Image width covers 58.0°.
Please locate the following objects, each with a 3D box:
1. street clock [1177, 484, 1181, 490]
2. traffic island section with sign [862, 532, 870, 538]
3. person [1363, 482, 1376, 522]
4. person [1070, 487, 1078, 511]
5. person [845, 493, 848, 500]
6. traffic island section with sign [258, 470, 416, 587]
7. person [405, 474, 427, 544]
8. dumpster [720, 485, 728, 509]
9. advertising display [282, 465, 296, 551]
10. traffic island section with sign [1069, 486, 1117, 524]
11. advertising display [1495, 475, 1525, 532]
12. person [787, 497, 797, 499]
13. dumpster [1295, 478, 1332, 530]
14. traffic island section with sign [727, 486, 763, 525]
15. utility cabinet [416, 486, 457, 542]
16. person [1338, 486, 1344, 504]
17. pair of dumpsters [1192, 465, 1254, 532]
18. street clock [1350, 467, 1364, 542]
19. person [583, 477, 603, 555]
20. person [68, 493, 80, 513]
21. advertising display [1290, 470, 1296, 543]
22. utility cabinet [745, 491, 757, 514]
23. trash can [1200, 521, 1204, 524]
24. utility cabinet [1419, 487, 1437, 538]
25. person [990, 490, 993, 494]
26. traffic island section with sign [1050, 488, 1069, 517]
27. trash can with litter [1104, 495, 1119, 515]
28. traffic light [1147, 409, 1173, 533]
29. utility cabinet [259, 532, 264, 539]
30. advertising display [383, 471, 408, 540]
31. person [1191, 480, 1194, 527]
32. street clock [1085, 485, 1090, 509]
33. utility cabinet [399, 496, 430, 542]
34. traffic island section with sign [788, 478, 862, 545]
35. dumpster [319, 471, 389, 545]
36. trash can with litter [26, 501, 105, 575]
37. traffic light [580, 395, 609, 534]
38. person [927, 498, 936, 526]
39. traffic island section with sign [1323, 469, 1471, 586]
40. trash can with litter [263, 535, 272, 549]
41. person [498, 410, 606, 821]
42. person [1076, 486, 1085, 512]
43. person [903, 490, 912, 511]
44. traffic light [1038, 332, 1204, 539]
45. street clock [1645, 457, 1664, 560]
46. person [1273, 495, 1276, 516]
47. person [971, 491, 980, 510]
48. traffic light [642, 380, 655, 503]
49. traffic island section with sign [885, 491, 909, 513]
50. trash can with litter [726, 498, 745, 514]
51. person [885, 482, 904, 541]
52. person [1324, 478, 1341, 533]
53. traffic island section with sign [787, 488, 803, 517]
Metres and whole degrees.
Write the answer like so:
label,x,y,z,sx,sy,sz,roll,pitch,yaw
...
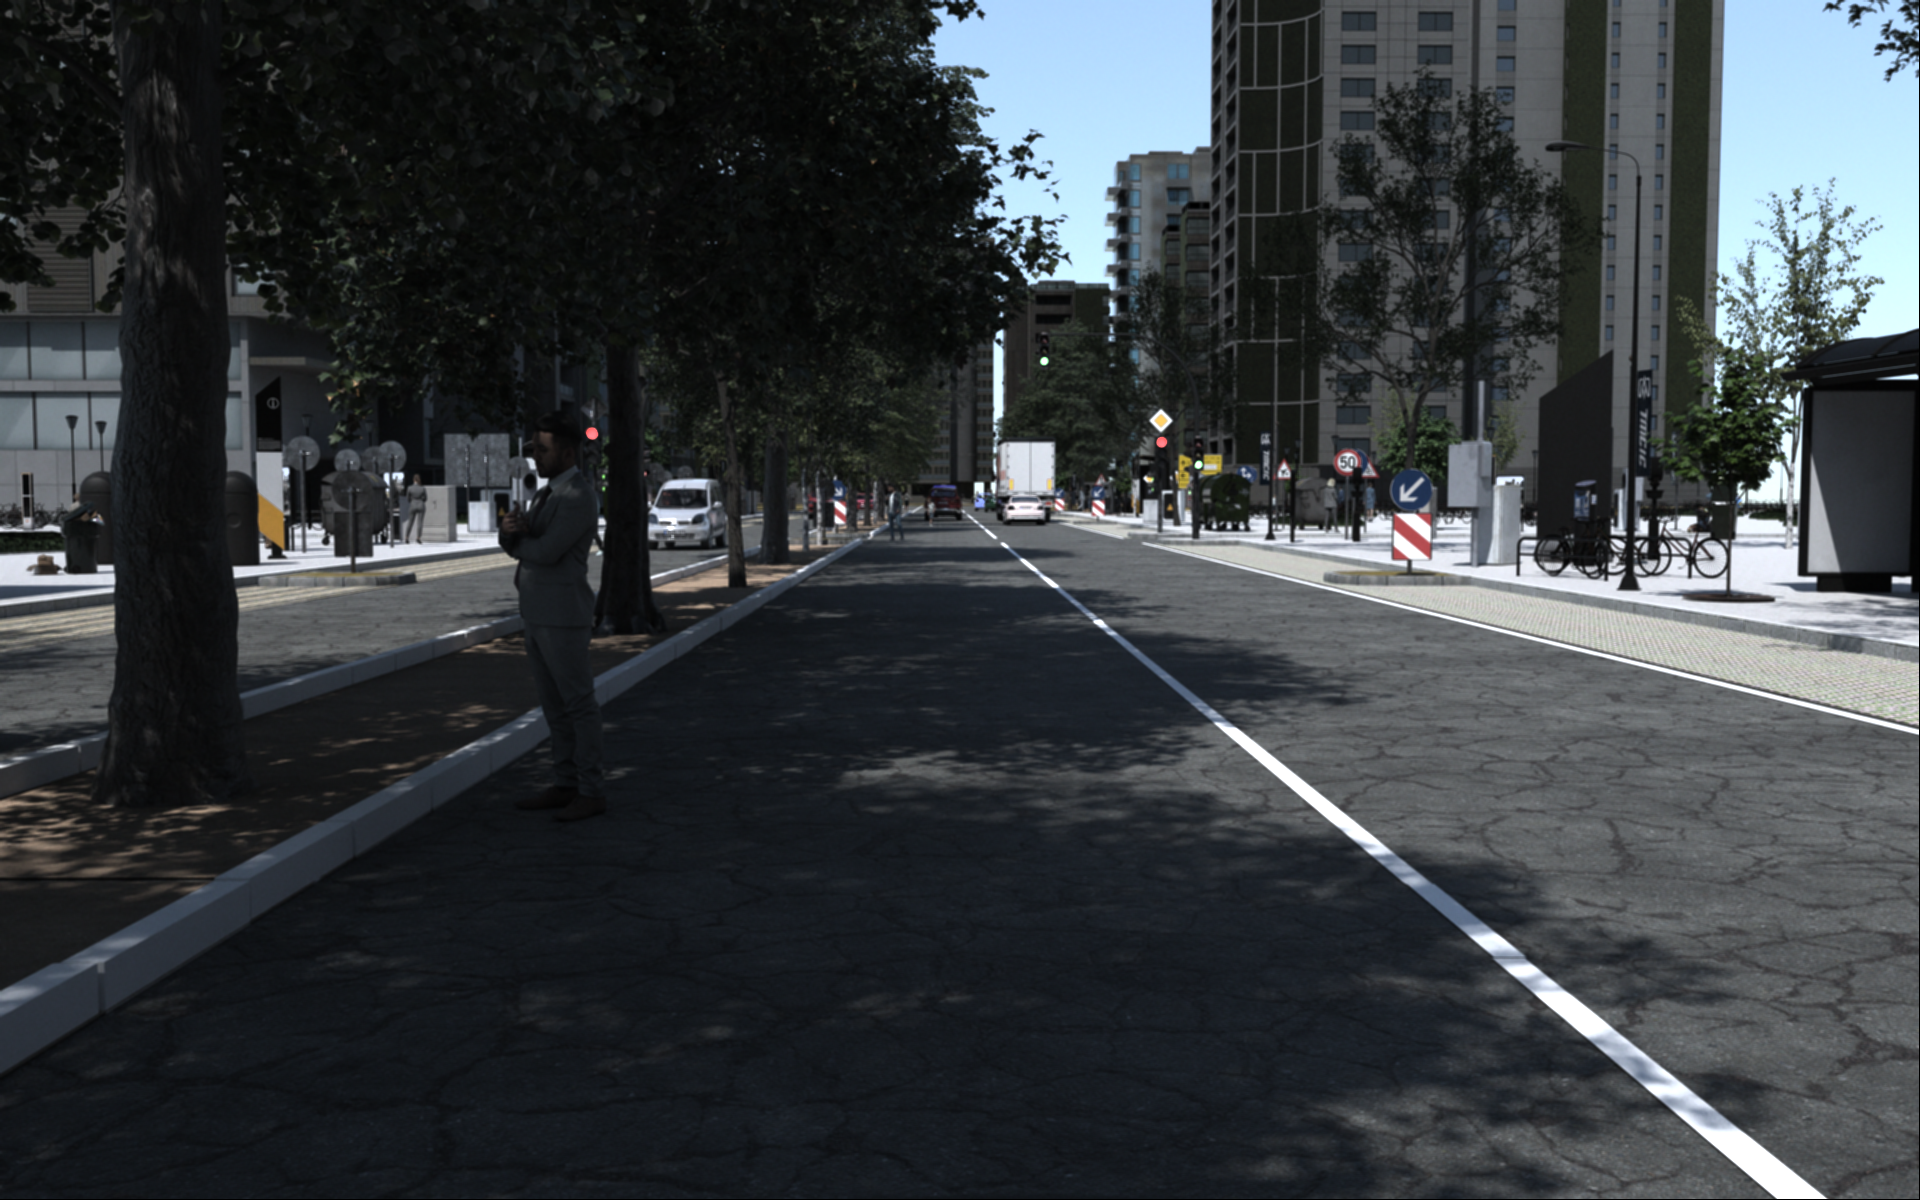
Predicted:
label,x,y,z,sx,sy,sz,roll,pitch,yaw
street clock,12.394,-5.720,98.084,0.471,2.002,0.358,3,5,43
traffic island section with sign,-3.988,-2.971,56.719,2.006,1.907,1.989,0,4,-1
person,18.643,-4.450,78.828,0.581,1.822,0.654,1,4,20
person,8.631,-7.587,130.450,0.716,1.782,0.532,1,4,15
person,-8.859,-7.723,134.862,1.348,1.812,0.705,1,4,20
traffic island section with sign,-9.779,-1.153,27.473,1.989,1.847,2.006,0,4,-1
person,-13.991,-2.338,44.545,0.520,1.790,0.573,-2,4,-27
dumpster,-14.251,-6.101,105.508,1.264,1.857,1.865,0,4,0
advertising display,-15.288,-2.072,39.091,0.974,1.923,0.123,3,5,41
traffic island section with sign,6.371,-4.488,82.013,1.989,1.847,2.006,0,4,-1
advertising display,18.706,-3.286,58.939,0.974,1.923,0.123,2,4,26
person,-14.008,-8.402,144.106,0.721,1.739,1.217,2,4,32
dumpster,12.588,-3.433,61.885,1.264,1.857,1.865,0,4,-1
traffic island section with sign,-10.353,-4.463,81.603,1.989,1.847,2.006,0,4,-1
utility cabinet,-13.958,-2.290,46.123,1.173,1.500,0.318,2,4,29
person,24.929,-6.554,113.382,0.419,1.800,0.721,1,4,17
pair of dumpsters,9.177,-3.553,60.586,1.574,2.255,4.437,0,4,0
street clock,10.663,-2.566,46.526,0.358,2.002,0.471,1,4,16
person,-8.620,-1.955,40.479,0.660,1.820,0.620,2,4,31
person,-21.745,-1.982,42.716,0.475,1.303,0.640,0,4,-2
advertising display,8.863,-2.503,46.143,0.123,1.923,0.974,1,4,10
utility cabinet,-13.556,-6.330,112.177,0.318,1.500,1.173,1,4,21
trash can,10.191,-3.780,73.456,0.748,1.137,0.748,0,3,0
utility cabinet,13.403,-2.500,49.552,0.318,1.500,1.173,2,4,25
person,2.781,-8.891,153.869,1.348,1.824,0.705,-1,4,-11
traffic island section with sign,6.096,-6.137,108.967,1.989,1.847,2.006,0,4,-1
trash can with litter,9.093,-5.733,104.790,1.678,1.210,2.233,-3,4,-36
traffic light,6.585,-4.167,57.053,0.839,4.253,0.868,0,4,-1
utility cabinet,-19.965,-2.483,49.280,0.318,1.500,1.173,2,4,27
advertising display,-15.745,-2.637,48.335,0.974,1.923,0.123,2,4,35
person,9.252,-3.768,67.756,0.679,1.850,0.850,0,4,-4
street clock,9.656,-7.774,131.670,0.358,2.002,0.471,-3,5,-45
utility cabinet,-14.613,-2.182,46.843,1.020,1.237,0.306,0,4,5
traffic island section with sign,-3.921,-2.518,49.312,2.006,1.907,1.989,0,4,-1
dumpster,-15.356,-2.333,43.899,1.264,1.857,1.865,0,4,-1
trash can with litter,-14.291,-0.996,27.673,1.055,1.170,0.624,-3,5,-42
traffic light,-10.293,-3.667,48.878,0.839,4.253,0.868,0,4,-1
person,-1.282,-3.919,77.256,0.352,1.250,0.332,-2,4,-31
traffic island section with sign,6.932,-1.173,27.804,1.989,1.847,2.006,0,4,-1
trash can with litter,-16.228,-1.818,41.114,0.624,1.170,1.055,-1,4,-20
person,-1.844,0.059,7.722,0.511,1.800,0.466,3,5,42
person,8.587,-7.170,123.153,0.818,1.842,0.514,-1,4,-19
person,-4.307,-8.080,141.394,0.721,1.735,1.217,-3,5,-41
traffic light,4.576,-4.541,48.906,4.771,5.953,1.251,0,4,-1
street clock,13.474,-1.776,33.615,0.358,2.002,0.471,1,4,12
person,18.204,-5.493,100.545,0.352,1.250,0.332,-3,5,-44
person,1.640,-9.240,160.360,1.217,1.735,0.721,-1,4,-15
traffic light,-8.285,-5.031,56.920,4.771,5.953,1.251,0,4,-1
traffic island section with sign,-4.771,-7.567,131.854,2.006,1.907,1.989,0,4,-1
trash can with litter,-14.727,-6.165,112.179,1.055,1.170,0.624,2,4,25
person,-2.006,-2.668,52.472,0.623,1.781,0.721,1,4,18
person,12.270,-3.119,57.219,0.526,1.800,0.537,-2,4,-29
traffic island section with sign,-10.634,-6.161,109.365,1.989,1.847,2.006,0,4,-1
